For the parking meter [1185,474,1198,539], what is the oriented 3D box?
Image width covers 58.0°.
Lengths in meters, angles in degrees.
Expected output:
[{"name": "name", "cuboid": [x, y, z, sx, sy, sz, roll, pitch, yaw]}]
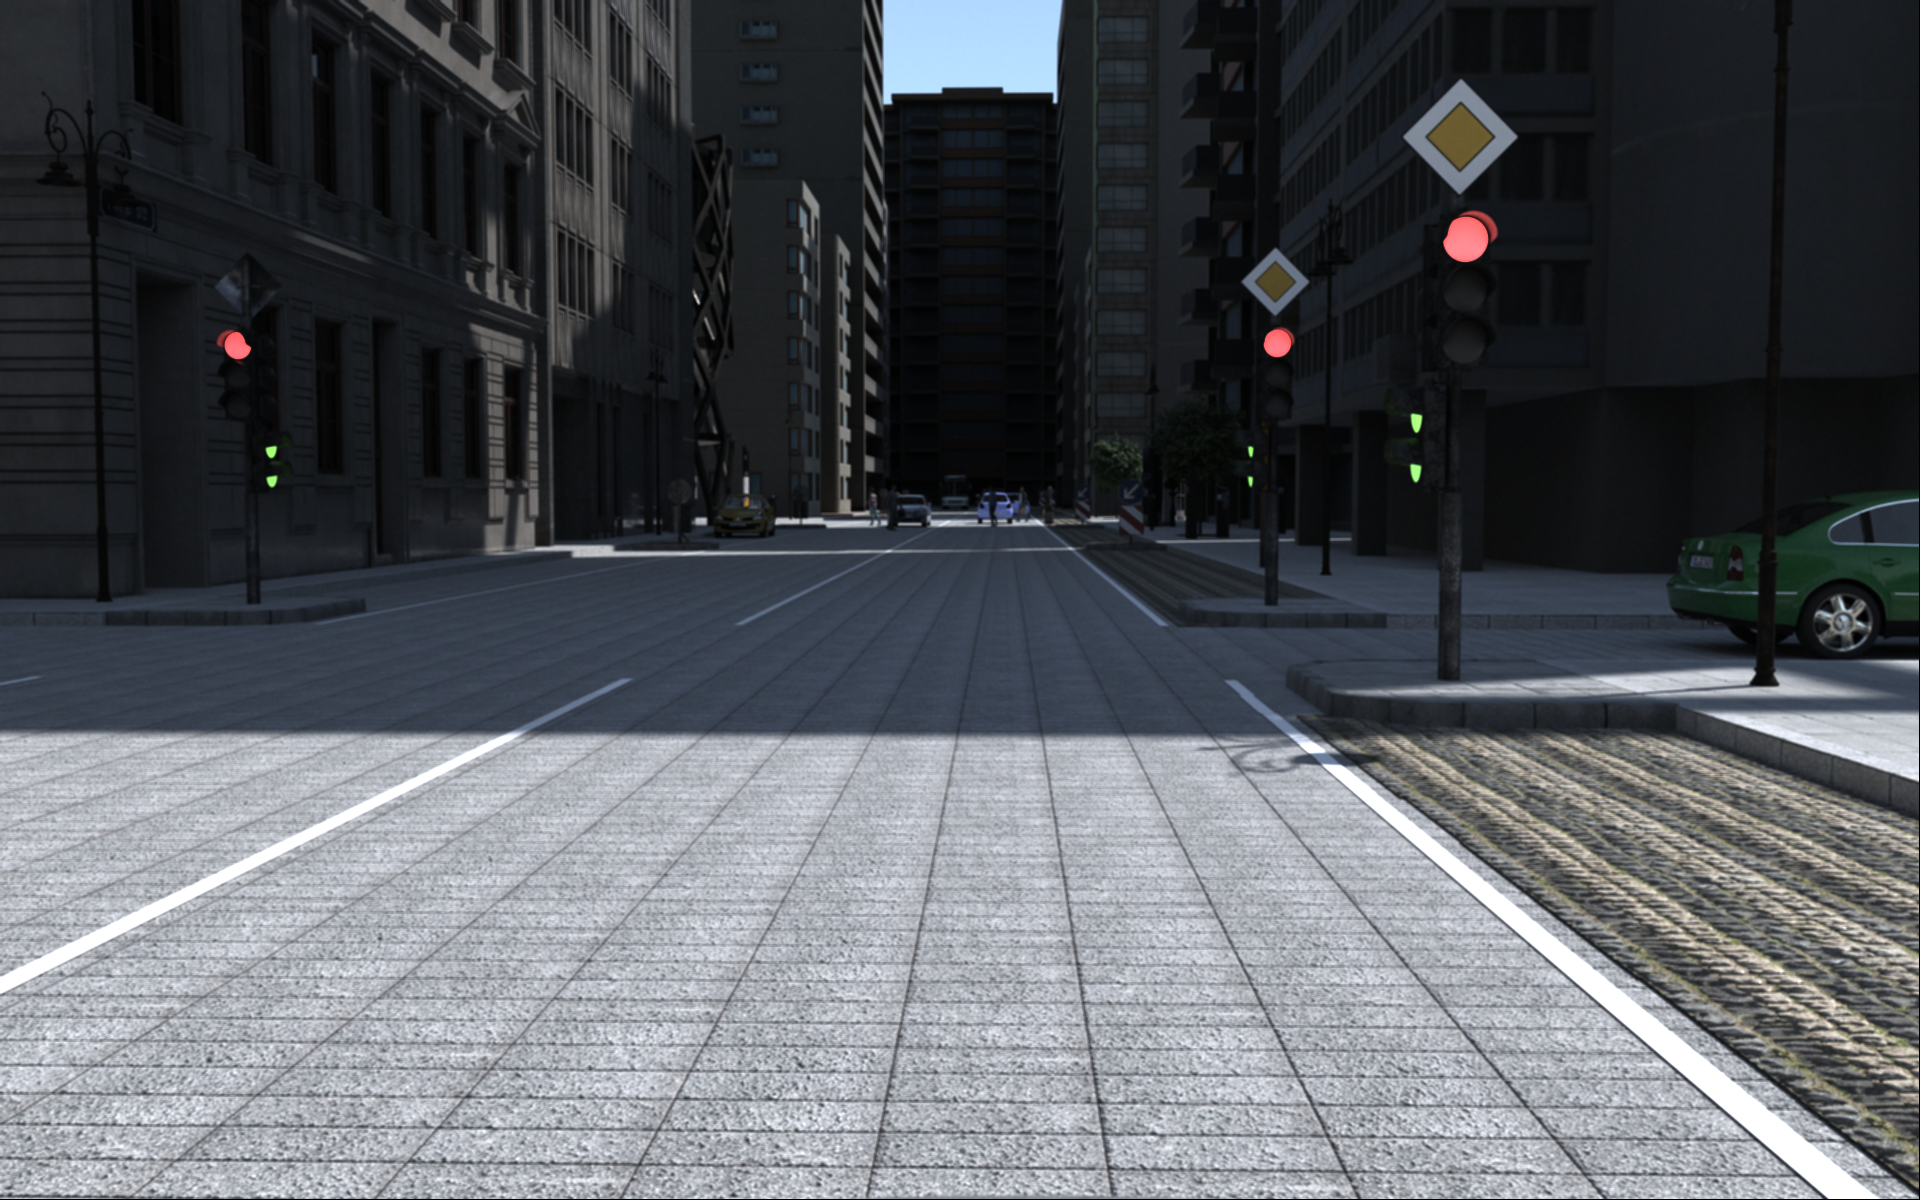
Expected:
[{"name": "parking meter", "cuboid": [6.614, -2.676, 49.468, 0.255, 1.863, 0.399, -1, 4, -9]}]

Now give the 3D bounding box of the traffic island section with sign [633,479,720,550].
[{"name": "traffic island section with sign", "cuboid": [-7.320, -2.225, 45.000, 1.989, 1.847, 2.006, 0, 4, 1]}]

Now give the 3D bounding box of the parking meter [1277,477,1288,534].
[{"name": "parking meter", "cuboid": [10.347, -3.063, 55.795, 0.399, 1.863, 0.255, 1, 4, 13]}]

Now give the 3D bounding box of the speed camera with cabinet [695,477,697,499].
[{"name": "speed camera with cabinet", "cuboid": [-13.832, -5.536, 84.845, 0.660, 3.252, 2.038, 3, 5, 41]}]

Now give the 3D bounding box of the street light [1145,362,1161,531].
[{"name": "street light", "cuboid": [6.742, -5.376, 60.688, 0.468, 5.910, 1.993, 0, 4, 1]}]

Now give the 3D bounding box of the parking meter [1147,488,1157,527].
[{"name": "parking meter", "cuboid": [7.508, -3.620, 67.594, 0.372, 1.533, 0.369, 0, 3, 0]}]

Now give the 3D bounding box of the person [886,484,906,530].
[{"name": "person", "cuboid": [-2.617, -3.652, 68.330, 0.853, 1.813, 0.709, 2, 4, 26]}]

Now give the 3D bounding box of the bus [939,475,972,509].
[{"name": "bus", "cuboid": [-0.441, -10.334, 163.821, 2.948, 3.499, 13.247, 0, 4, 0]}]

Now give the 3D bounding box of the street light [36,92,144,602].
[{"name": "street light", "cuboid": [-10.208, -2.917, 20.482, 0.468, 5.910, 1.993, 0, 4, 1]}]

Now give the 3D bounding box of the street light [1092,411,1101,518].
[{"name": "street light", "cuboid": [7.456, -7.448, 94.564, 0.468, 5.910, 1.993, 0, 4, 1]}]

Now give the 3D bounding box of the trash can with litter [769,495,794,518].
[{"name": "trash can with litter", "cuboid": [-9.893, -5.037, 93.404, 2.233, 1.210, 1.678, 3, 4, 38]}]

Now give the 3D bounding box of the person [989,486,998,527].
[{"name": "person", "cuboid": [1.432, -4.054, 75.129, 0.444, 1.785, 0.601, 3, 5, 42]}]

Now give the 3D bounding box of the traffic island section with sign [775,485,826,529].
[{"name": "traffic island section with sign", "cuboid": [-6.609, -3.884, 72.139, 1.989, 1.847, 2.006, 0, 4, 1]}]

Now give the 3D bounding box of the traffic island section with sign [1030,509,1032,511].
[{"name": "traffic island section with sign", "cuboid": [6.949, -8.562, 148.623, 1.989, 1.847, 2.006, 0, 4, 1]}]

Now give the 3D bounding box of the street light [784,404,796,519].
[{"name": "street light", "cuboid": [-8.578, -7.019, 87.551, 0.468, 5.910, 1.993, 0, 4, 1]}]

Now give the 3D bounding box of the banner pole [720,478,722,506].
[{"name": "banner pole", "cuboid": [-12.377, -6.098, 89.723, 0.401, 3.779, 0.863, -1, 4, -10]}]

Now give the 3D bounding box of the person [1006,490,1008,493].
[{"name": "person", "cuboid": [4.028, -8.548, 148.284, 1.348, 1.821, 0.705, 2, 4, 34]}]

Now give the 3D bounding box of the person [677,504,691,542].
[{"name": "person", "cuboid": [-7.563, -2.041, 46.886, 0.505, 1.210, 0.382, -3, 5, -45]}]

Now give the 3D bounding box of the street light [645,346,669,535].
[{"name": "street light", "cuboid": [-9.447, -4.975, 54.121, 0.468, 5.910, 1.993, 0, 4, 1]}]

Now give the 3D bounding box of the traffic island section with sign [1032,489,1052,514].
[{"name": "traffic island section with sign", "cuboid": [6.243, -6.914, 121.677, 1.989, 1.847, 2.006, 0, 4, 1]}]

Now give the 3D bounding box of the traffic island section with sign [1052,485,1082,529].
[{"name": "traffic island section with sign", "cuboid": [4.960, -3.878, 72.032, 1.989, 1.847, 2.006, 0, 4, 1]}]

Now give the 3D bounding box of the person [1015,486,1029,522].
[{"name": "person", "cuboid": [3.154, -4.827, 87.413, 0.713, 1.824, 0.794, -1, 4, -21]}]

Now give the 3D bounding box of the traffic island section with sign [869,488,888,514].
[{"name": "traffic island section with sign", "cuboid": [-5.319, -6.933, 121.985, 1.989, 1.847, 2.006, 0, 4, 1]}]

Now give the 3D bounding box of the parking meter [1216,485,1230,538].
[{"name": "parking meter", "cuboid": [7.719, -2.595, 50.844, 0.372, 1.533, 0.369, 0, 3, 0]}]

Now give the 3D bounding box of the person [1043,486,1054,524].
[{"name": "person", "cuboid": [4.172, -4.486, 82.067, 0.699, 1.804, 1.509, 1, 4, 11]}]

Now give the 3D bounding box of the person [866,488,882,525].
[{"name": "person", "cuboid": [-3.949, -4.267, 79.101, 0.643, 1.720, 0.563, 2, 4, 29]}]

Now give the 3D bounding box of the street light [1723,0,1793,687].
[{"name": "street light", "cuboid": [5.399, -2.364, 11.445, 0.468, 5.910, 1.993, 0, 4, 1]}]

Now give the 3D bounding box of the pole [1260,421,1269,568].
[{"name": "pole", "cuboid": [5.325, -2.215, 30.055, 0.158, 3.312, 0.155, 0, 3, 0]}]

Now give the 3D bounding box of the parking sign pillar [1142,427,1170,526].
[{"name": "parking sign pillar", "cuboid": [7.710, -4.950, 69.403, 1.447, 3.967, 1.447, 2, 4, 25]}]

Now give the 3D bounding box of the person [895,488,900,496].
[{"name": "person", "cuboid": [-4.428, -6.828, 120.151, 1.348, 1.823, 0.705, -1, 4, -12]}]

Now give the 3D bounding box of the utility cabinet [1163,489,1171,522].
[{"name": "utility cabinet", "cuboid": [8.515, -3.815, 71.061, 0.318, 1.500, 1.173, 0, 4, 5]}]

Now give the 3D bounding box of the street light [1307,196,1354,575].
[{"name": "street light", "cuboid": [5.796, -3.332, 27.260, 0.468, 5.910, 1.993, 0, 4, 1]}]

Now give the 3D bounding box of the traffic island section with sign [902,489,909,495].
[{"name": "traffic island section with sign", "cuboid": [-4.631, -8.581, 148.931, 1.989, 1.847, 2.006, 0, 4, 1]}]

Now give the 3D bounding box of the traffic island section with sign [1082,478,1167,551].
[{"name": "traffic island section with sign", "cuboid": [4.241, -2.197, 44.547, 1.989, 1.847, 2.006, 0, 4, 1]}]
